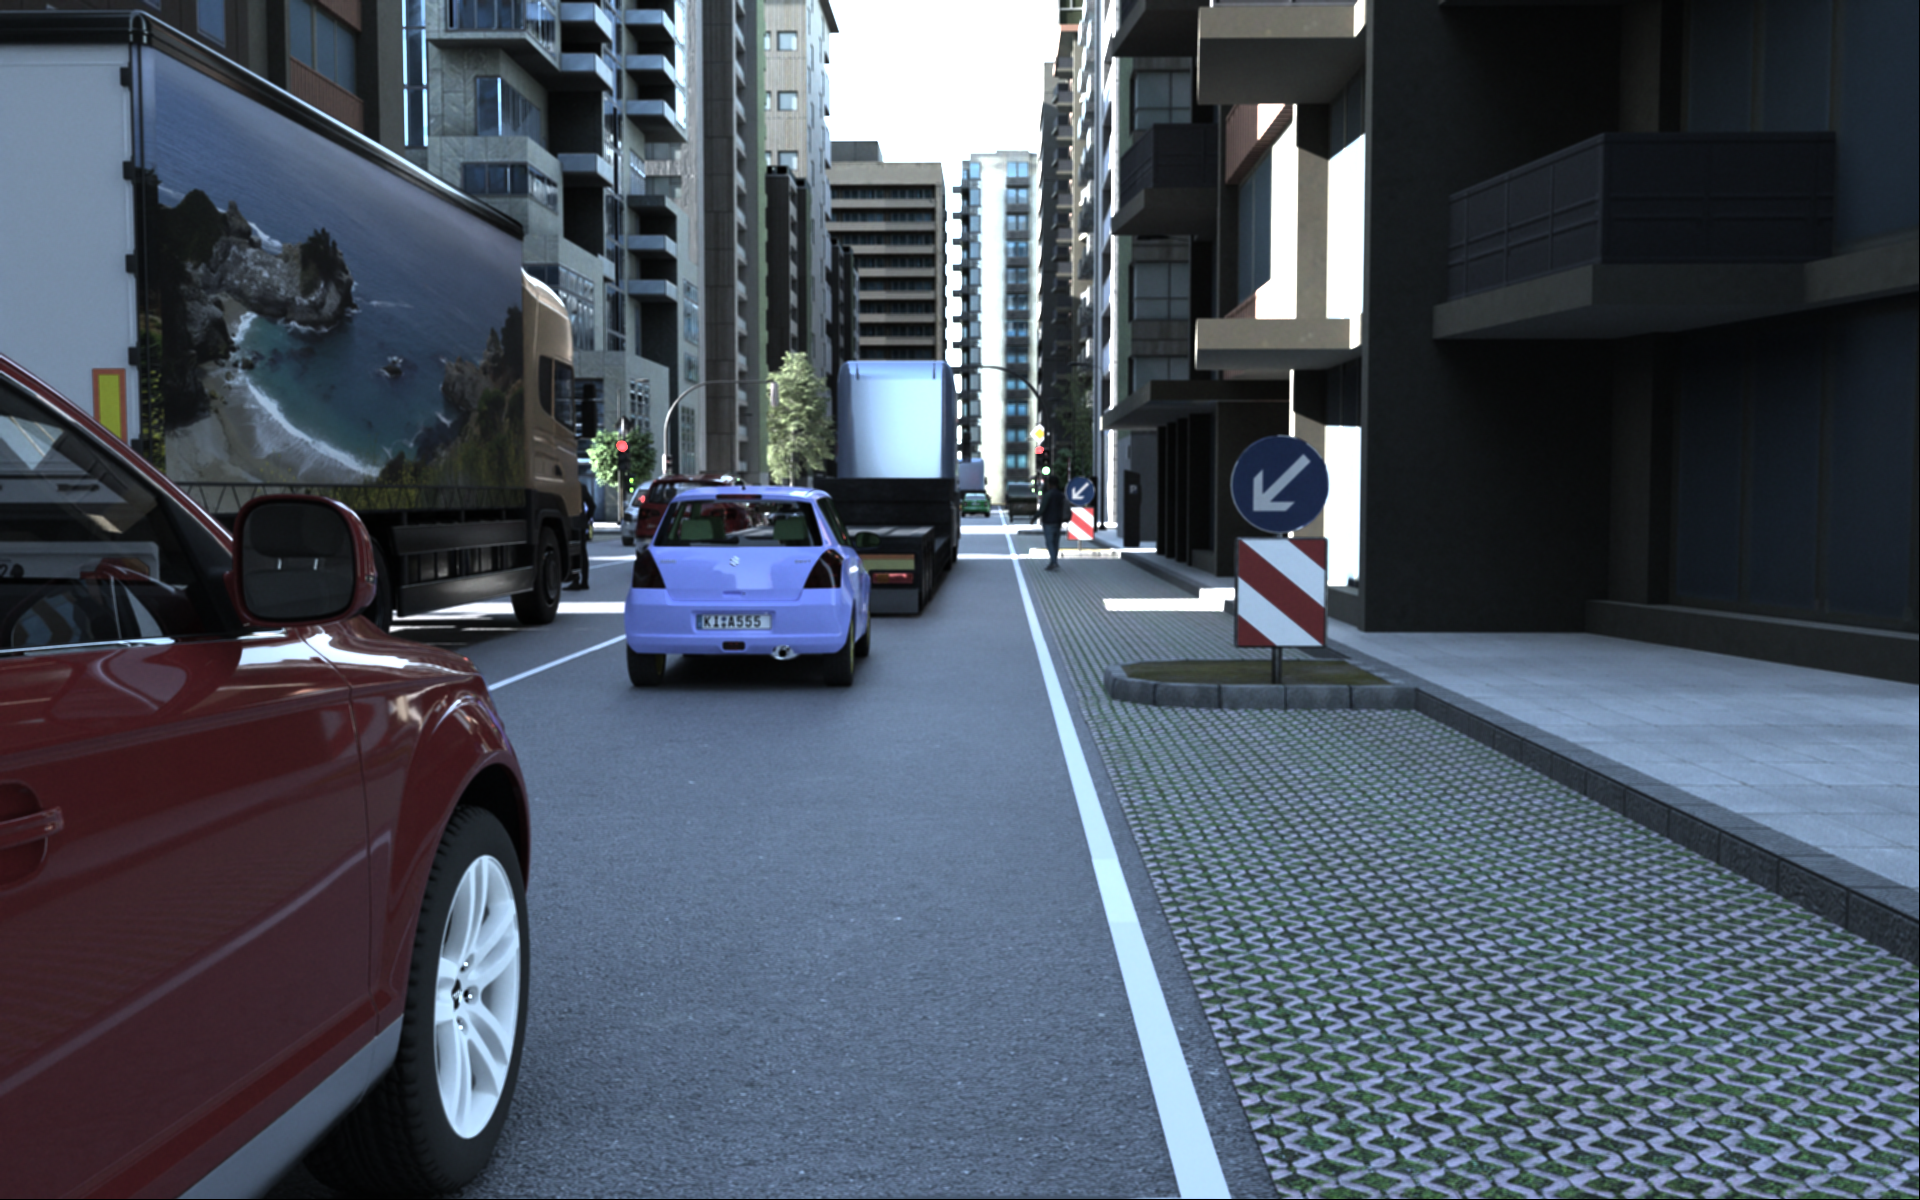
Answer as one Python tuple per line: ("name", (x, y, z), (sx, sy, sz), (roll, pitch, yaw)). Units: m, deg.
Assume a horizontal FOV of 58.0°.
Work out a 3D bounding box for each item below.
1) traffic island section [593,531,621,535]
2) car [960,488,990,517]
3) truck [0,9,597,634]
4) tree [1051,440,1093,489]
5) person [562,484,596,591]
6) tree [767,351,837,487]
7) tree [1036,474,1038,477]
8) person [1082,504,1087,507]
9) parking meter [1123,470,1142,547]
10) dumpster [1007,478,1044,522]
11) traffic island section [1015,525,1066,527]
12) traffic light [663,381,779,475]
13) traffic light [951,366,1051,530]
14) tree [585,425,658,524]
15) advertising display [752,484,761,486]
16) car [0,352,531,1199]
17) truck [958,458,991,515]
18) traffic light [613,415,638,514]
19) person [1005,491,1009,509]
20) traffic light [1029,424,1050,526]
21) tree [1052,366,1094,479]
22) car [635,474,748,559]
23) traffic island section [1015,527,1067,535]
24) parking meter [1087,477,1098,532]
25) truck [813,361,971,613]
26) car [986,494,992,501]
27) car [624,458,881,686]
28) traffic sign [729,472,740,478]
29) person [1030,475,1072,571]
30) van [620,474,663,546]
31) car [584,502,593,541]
("traffic island section", (-11.986, -2.421, 61.862), (2.009, 0.180, 2.903), (0, 4, 1))
("car", (0.949, -6.106, 108.631), (1.959, 1.807, 4.718), (0, 4, 0))
("truck", (-5.760, -1.637, 15.676), (2.839, 4.237, 11.283), (0, 4, 1))
("tree", (7.145, -7.425, 105.120), (4.285, 4.588, 4.351), (0, 3, 0))
("person", (-5.801, -1.100, 25.841), (0.474, 1.900, 0.648), (3, 5, 40))
("tree", (-13.189, -13.414, 137.445), (7.486, 12.596, 7.792), (0, 3, 0))
("tree", (6.531, -8.882, 139.827), (1.663, 3.219, 1.824), (0, 3, 0))
("person", (6.337, -5.002, 88.036), (0.699, 1.804, 1.509), (0, 4, 3))
("parking meter", (4.174, -2.214, 41.913), (0.399, 1.863, 0.255), (0, 4, -8))
("dumpster", (3.377, -5.027, 87.140), (1.985, 2.255, 1.502), (0, 4, 3))
("traffic island section", (3.215, -2.890, 69.535), (2.009, 0.180, 2.903), (0, 4, 1))
("traffic light", (-9.690, -5.813, 69.702), (4.771, 5.953, 1.251), (0, 4, 1))
("traffic light", (0.919, -5.301, 61.339), (4.771, 5.953, 1.251), (0, 4, 1))
("tree", (-14.583, -5.589, 75.097), (4.285, 4.588, 4.351), (0, 3, 0))
("advertising display", (-12.804, -6.353, 109.088), (0.123, 1.923, 0.974), (1, 4, 23))
("car", (-2.044, 0.409, 1.987), (2.281, 1.827, 5.304), (0, 4, 2))
("truck", (0.718, -8.258, 124.783), (2.967, 4.110, 18.799), (0, 4, -1))
("traffic light", (-11.946, -4.453, 61.726), (0.839, 4.253, 0.868), (0, 4, 1))
("person", (4.501, -9.286, 161.127), (0.445, 1.727, 0.742), (3, 4, 36))
("traffic light", (3.175, -4.924, 69.421), (0.839, 4.253, 0.868), (0, 4, 1))
("tree", (7.290, -9.044, 98.233), (4.737, 8.622, 4.395), (0, 3, 0))
("car", (-4.868, -1.499, 33.180), (2.281, 1.827, 5.304), (0, 3, 0))
("traffic island section", (3.052, -2.402, 61.551), (2.009, 0.180, 2.903), (0, 4, 1))
("parking meter", (4.447, -3.208, 58.162), (0.255, 1.863, 0.399), (-1, 4, -13))
("truck", (-1.431, -2.417, 29.277), (2.967, 4.110, 18.799), (0, 4, 1))
("car", (2.685, -11.838, 202.587), (2.155, 1.783, 4.494), (0, 4, 3))
("car", (-1.633, -0.284, 14.229), (1.945, 1.707, 3.694), (0, 4, 0))
("traffic sign", (-12.918, -6.031, 98.708), (0.768, 2.556, 0.104), (0, 4, 4))
("person", (1.725, -1.424, 32.126), (0.721, 1.781, 0.623), (3, 5, 40))
("van", (-8.490, -2.591, 49.367), (2.013, 2.044, 4.112), (0, 4, 2))
("car", (-12.064, -2.553, 51.339), (1.945, 1.707, 3.694), (0, 4, 1))
